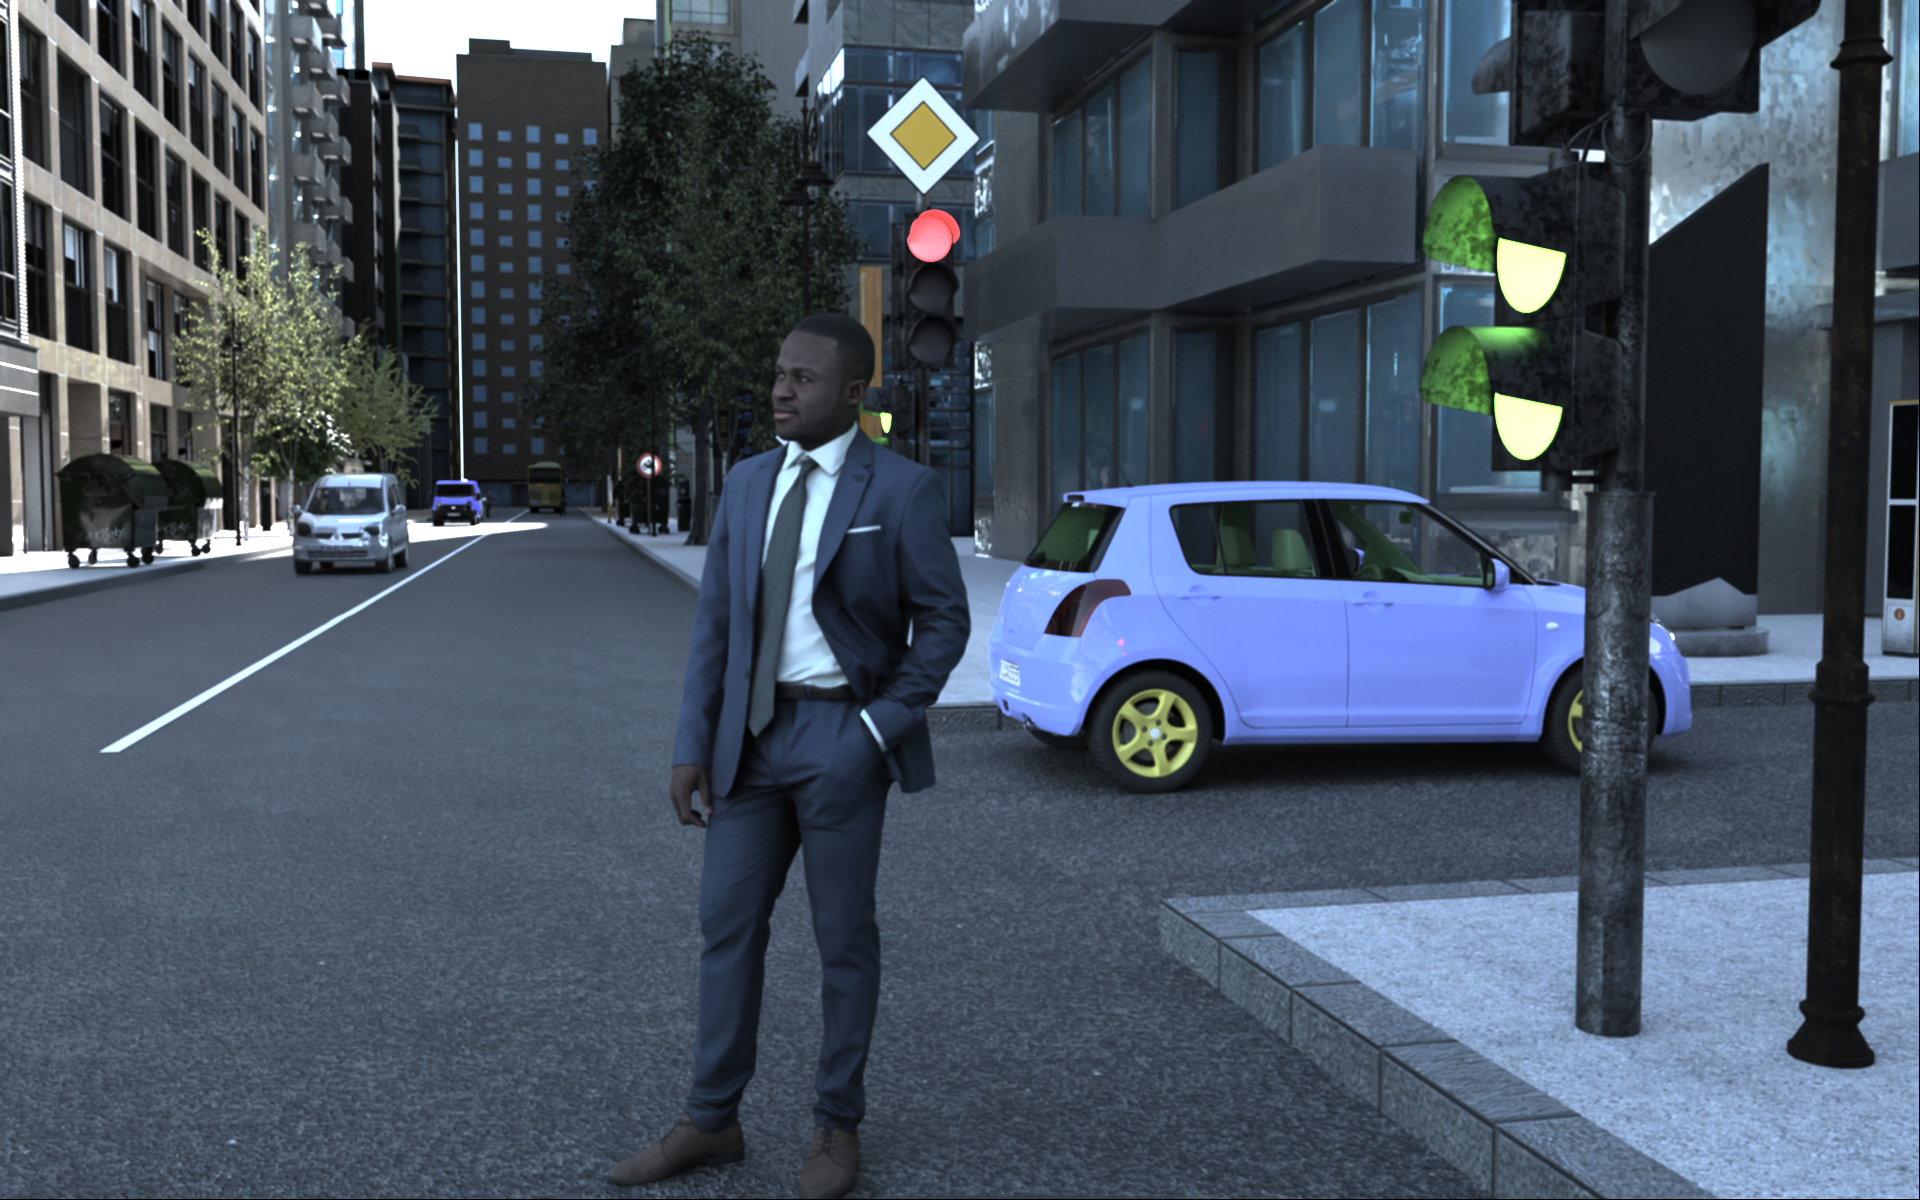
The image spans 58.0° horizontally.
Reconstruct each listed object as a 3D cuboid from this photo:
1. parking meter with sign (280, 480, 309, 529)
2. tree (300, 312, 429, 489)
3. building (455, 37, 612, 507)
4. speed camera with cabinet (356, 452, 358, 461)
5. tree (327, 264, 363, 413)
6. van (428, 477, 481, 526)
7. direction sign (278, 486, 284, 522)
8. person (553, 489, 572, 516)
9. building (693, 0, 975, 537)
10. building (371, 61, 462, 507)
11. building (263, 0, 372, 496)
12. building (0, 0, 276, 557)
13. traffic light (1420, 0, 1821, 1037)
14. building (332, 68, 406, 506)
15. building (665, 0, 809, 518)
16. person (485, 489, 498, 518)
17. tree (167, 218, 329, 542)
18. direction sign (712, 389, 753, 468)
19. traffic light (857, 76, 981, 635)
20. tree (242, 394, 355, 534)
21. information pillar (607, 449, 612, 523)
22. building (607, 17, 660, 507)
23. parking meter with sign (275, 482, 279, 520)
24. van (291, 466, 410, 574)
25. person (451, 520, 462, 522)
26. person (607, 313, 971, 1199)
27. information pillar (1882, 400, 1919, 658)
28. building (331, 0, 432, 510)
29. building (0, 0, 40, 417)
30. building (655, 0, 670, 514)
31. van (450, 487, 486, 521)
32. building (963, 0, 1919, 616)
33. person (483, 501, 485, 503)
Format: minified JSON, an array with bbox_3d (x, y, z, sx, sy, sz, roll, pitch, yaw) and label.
[{"bbox_3d":[-24.098,-4.090,63.131,0.543,3.016,1.738,-3,5,-43],"label":"parking meter with sign"},{"bbox_3d":[-24.971,-7.388,71.151,4.737,8.622,4.395,0,3,0],"label":"tree"},{"bbox_3d":[-42.811,-32.092,174.821,14.200,45.320,14.600,-1,4,-13],"label":"building"},{"bbox_3d":[-26.636,-4.908,74.575,2.038,3.252,0.660,1,4,17],"label":"speed camera with cabinet"},{"bbox_3d":[-19.948,-6.187,51.525,4.360,8.622,3.978,0,3,0],"label":"tree"},{"bbox_3d":[-23.048,-4.583,79.316,2.240,2.365,5.245,-1,4,-13],"label":"van"},{"bbox_3d":[-30.815,-5.281,78.347,0.379,3.537,0.876,0,4,-6],"label":"direction sign"},{"bbox_3d":[-25.668,-6.281,111.907,1.217,1.735,0.721,-2,4,-25],"label":"person"},{"bbox_3d":[2.049,-46.021,65.118,22.319,86.520,31.000,-1,4,-13],"label":"building"},{"bbox_3d":[-65.311,-31.793,174.444,28.867,44.769,22.147,-1,4,-13],"label":"building"},{"bbox_3d":[-45.535,-28.979,93.411,23.786,49.044,30.456,-1,4,-13],"label":"building"},{"bbox_3d":[-32.525,-14.947,48.899,19.350,26.468,34.151,-1,4,-13],"label":"building"},{"bbox_3d":[1.537,-0.925,4.042,0.839,4.253,0.868,-1,4,-13],"label":"traffic light"},{"bbox_3d":[-45.659,-21.125,117.102,14.160,30.474,14.107,-1,4,-13],"label":"building"},{"bbox_3d":[-9.933,-25.453,99.747,14.154,41.232,14.086,-1,4,-13],"label":"building"},{"bbox_3d":[-27.934,-5.764,103.271,0.750,1.759,0.617,-1,4,-19],"label":"person"},{"bbox_3d":[-19.326,-5.890,46.663,4.360,8.622,3.978,0,3,0],"label":"tree"},{"bbox_3d":[-4.914,-2.780,37.457,0.876,3.537,0.379,-1,4,-21],"label":"direction sign"},{"bbox_3d":[-0.277,-1.400,11.819,0.839,4.253,0.868,-1,4,-13],"label":"traffic light"},{"bbox_3d":[-21.568,-4.452,56.496,4.285,4.588,4.351,0,3,0],"label":"tree"},{"bbox_3d":[-15.534,-5.219,76.693,0.183,3.616,0.504,0,4,-5],"label":"information pillar"},{"bbox_3d":[-26.207,-34.176,182.482,21.600,48.544,21.300,-1,4,-13],"label":"building"},{"bbox_3d":[-31.110,-5.074,79.225,1.738,3.016,0.543,-1,4,-23],"label":"parking meter with sign"},{"bbox_3d":[-11.391,-1.560,32.514,2.013,2.044,4.112,-1,4,-11],"label":"van"},{"bbox_3d":[-25.525,-4.841,87.526,0.599,1.838,0.709,2,4,26],"label":"person"},{"bbox_3d":[-0.337,0.309,3.629,0.721,1.800,0.419,1,4,17],"label":"person"},{"bbox_3d":[7.526,-0.560,13.648,0.304,2.012,0.304,-2,4,-24],"label":"information pillar"},{"bbox_3d":[-59.575,-50.423,137.080,31.000,86.520,22.319,-1,4,-13],"label":"building"},{"bbox_3d":[-22.474,-13.914,20.997,14.314,27.812,24.014,-1,4,-13],"label":"building"},{"bbox_3d":[-10.619,-35.412,120.983,21.231,58.520,28.212,-1,4,-13],"label":"building"},{"bbox_3d":[-26.238,-5.207,92.139,2.013,2.044,4.112,-1,4,-14],"label":"van"},{"bbox_3d":[14.952,-24.985,28.120,30.456,49.044,23.786,-1,4,-13],"label":"building"},{"bbox_3d":[-29.678,-5.959,106.028,0.705,1.812,1.348,2,4,32],"label":"person"}]
